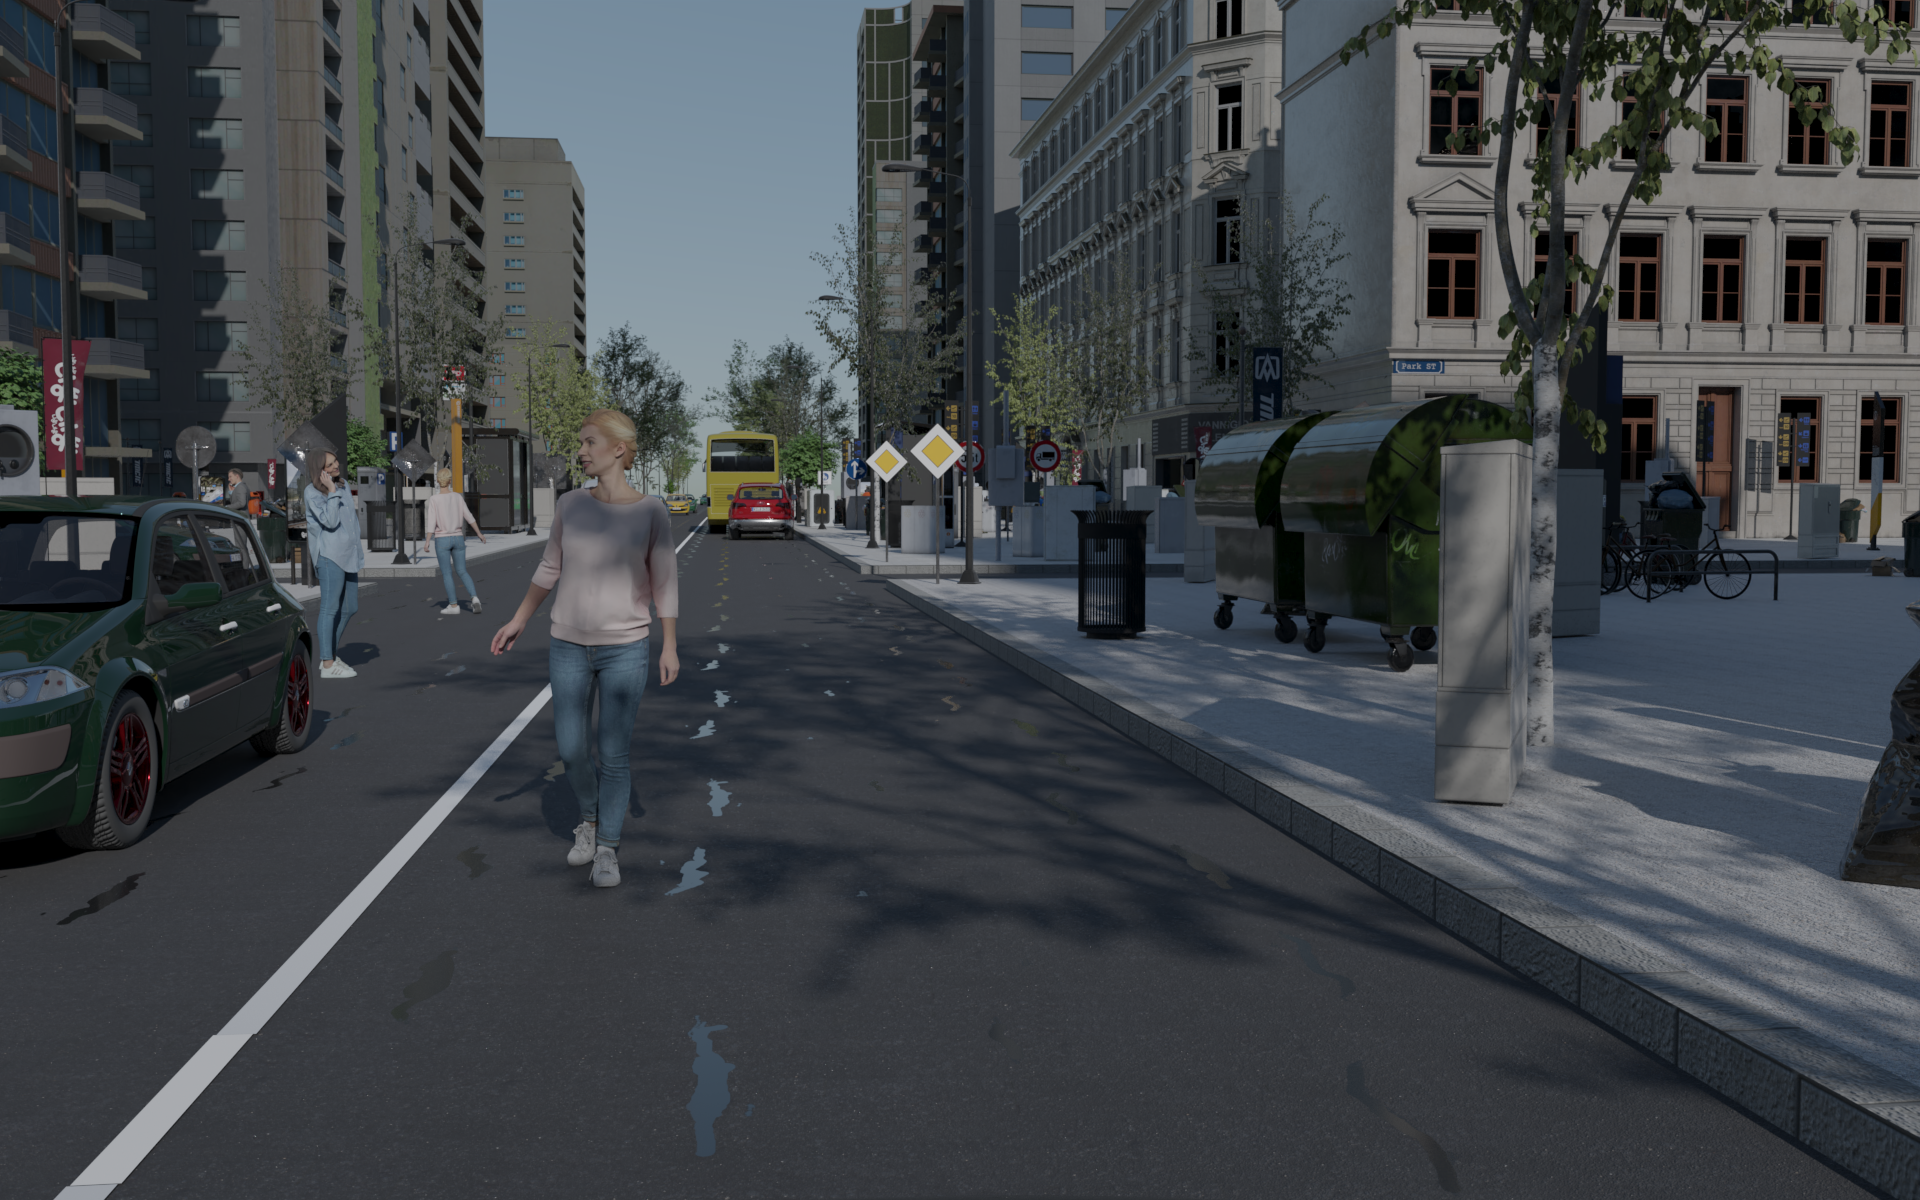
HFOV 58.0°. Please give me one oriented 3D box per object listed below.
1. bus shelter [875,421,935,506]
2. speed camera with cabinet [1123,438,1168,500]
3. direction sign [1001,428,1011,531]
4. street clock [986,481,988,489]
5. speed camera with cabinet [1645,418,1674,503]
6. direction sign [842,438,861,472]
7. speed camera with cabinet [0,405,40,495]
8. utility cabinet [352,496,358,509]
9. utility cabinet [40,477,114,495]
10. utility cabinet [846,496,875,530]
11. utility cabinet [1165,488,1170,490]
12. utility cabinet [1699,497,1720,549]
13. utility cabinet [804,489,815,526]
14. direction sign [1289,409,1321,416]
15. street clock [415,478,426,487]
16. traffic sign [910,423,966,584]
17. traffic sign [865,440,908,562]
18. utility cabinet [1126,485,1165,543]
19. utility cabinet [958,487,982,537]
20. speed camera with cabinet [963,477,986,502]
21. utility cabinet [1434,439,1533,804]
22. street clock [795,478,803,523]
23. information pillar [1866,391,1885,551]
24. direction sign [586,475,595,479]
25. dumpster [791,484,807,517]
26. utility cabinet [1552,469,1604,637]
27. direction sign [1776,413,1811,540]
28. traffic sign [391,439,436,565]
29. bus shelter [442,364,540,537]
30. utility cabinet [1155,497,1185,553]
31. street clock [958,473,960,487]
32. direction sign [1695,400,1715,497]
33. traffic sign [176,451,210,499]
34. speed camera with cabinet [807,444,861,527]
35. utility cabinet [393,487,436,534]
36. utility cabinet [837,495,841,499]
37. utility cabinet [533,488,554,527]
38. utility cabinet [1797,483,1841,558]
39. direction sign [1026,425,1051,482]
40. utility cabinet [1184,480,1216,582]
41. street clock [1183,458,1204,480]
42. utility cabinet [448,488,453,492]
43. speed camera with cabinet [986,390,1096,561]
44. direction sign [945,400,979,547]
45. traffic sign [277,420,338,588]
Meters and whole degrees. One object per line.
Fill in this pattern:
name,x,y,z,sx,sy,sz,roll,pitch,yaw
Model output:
bus shelter,-1.853,-4.055,57.576,1.731,3.624,6.357,0,4,-8
speed camera with cabinet,6.693,-4.153,62.244,0.660,3.252,2.038,3,5,43
direction sign,1.596,-4.157,59.966,0.379,3.537,0.876,-1,4,-19
street clock,1.647,-5.532,95.022,0.471,2.002,0.358,3,5,41
speed camera with cabinet,18.665,-3.149,45.820,0.660,3.252,2.038,3,4,36
direction sign,-4.372,-4.769,69.976,0.876,3.537,0.379,-2,4,-33
speed camera with cabinet,-21.763,-2.813,40.323,0.660,3.252,2.038,2,4,32
utility cabinet,-21.512,-3.088,61.655,0.306,1.237,1.020,3,5,40
utility cabinet,-12.097,-0.902,23.422,1.173,1.500,0.318,-3,5,-40
utility cabinet,-3.594,-3.146,62.605,1.020,1.237,0.306,1,4,8
utility cabinet,7.993,-3.510,66.066,0.318,1.500,1.173,1,4,15
utility cabinet,17.608,-1.830,41.087,0.306,1.237,1.020,0,4,-6
utility cabinet,-6.032,-3.731,69.687,0.318,1.500,1.173,0,4,2
direction sign,9.224,-3.327,46.400,0.876,3.537,0.379,0,4,-6
street clock,-24.328,-4.500,78.147,0.471,2.002,0.358,-2,4,-26
traffic sign,-0.320,-1.282,24.610,0.795,2.450,0.064,0,4,-8
traffic sign,-1.377,-1.767,32.525,0.795,2.450,0.064,0,4,-8
utility cabinet,4.781,-2.225,45.059,0.318,1.500,1.173,3,5,42
utility cabinet,0.070,-2.597,51.137,1.173,1.500,0.318,0,4,4
speed camera with cabinet,1.318,-5.176,78.970,2.038,3.252,0.660,0,4,8
utility cabinet,2.301,0.065,7.610,0.318,1.500,1.173,1,4,21
street clock,-7.121,-4.405,76.599,0.358,2.002,0.471,0,4,8
information pillar,20.784,-2.929,39.251,0.183,3.616,0.504,1,4,10
direction sign,-16.314,-5.220,77.348,0.876,3.537,0.379,1,4,18
dumpster,-8.955,-5.442,94.737,1.264,1.857,1.865,0,4,-8
utility cabinet,5.198,-0.414,15.448,1.173,1.500,0.318,-2,4,-30
direction sign,23.301,-3.455,48.485,0.876,3.537,0.379,0,4,4
traffic sign,-9.899,-1.698,31.411,0.795,2.450,0.064,0,4,-8
bus shelter,-15.222,-4.805,56.193,2.179,5.291,8.768,0,4,-8
utility cabinet,4.754,-1.621,37.665,1.020,1.237,0.306,-1,4,-15
street clock,-0.136,-3.362,59.538,0.358,2.002,0.471,-1,4,-15
direction sign,18.072,-3.063,42.073,0.876,3.537,0.379,-3,5,-41
traffic sign,-15.103,-2.086,34.210,0.768,2.556,0.104,0,4,1
speed camera with cabinet,-4.935,-4.486,67.687,2.038,3.252,0.660,-1,4,-19
utility cabinet,-17.517,-2.866,55.535,1.173,1.500,0.318,-1,4,-9
utility cabinet,-6.083,-4.787,89.435,0.306,1.237,1.020,1,4,13
utility cabinet,-16.041,-3.516,66.164,1.173,1.500,0.318,2,4,25
utility cabinet,17.088,-1.575,34.423,1.173,1.500,0.318,-3,5,-40
direction sign,2.579,-3.985,57.158,0.876,3.537,0.379,-1,4,-18
utility cabinet,3.540,-1.022,25.394,0.318,1.500,1.173,1,4,19
street clock,4.707,-1.836,34.596,0.471,2.002,0.358,3,5,43
utility cabinet,-18.401,-3.263,62.036,1.173,1.500,0.318,0,4,4
speed camera with cabinet,1.578,-2.379,33.230,2.038,3.252,0.660,0,4,4
direction sign,0.044,-3.062,42.053,0.876,3.537,0.379,-1,4,-20
traffic sign,-8.841,-1.214,23.496,0.795,2.450,0.064,0,4,-8
